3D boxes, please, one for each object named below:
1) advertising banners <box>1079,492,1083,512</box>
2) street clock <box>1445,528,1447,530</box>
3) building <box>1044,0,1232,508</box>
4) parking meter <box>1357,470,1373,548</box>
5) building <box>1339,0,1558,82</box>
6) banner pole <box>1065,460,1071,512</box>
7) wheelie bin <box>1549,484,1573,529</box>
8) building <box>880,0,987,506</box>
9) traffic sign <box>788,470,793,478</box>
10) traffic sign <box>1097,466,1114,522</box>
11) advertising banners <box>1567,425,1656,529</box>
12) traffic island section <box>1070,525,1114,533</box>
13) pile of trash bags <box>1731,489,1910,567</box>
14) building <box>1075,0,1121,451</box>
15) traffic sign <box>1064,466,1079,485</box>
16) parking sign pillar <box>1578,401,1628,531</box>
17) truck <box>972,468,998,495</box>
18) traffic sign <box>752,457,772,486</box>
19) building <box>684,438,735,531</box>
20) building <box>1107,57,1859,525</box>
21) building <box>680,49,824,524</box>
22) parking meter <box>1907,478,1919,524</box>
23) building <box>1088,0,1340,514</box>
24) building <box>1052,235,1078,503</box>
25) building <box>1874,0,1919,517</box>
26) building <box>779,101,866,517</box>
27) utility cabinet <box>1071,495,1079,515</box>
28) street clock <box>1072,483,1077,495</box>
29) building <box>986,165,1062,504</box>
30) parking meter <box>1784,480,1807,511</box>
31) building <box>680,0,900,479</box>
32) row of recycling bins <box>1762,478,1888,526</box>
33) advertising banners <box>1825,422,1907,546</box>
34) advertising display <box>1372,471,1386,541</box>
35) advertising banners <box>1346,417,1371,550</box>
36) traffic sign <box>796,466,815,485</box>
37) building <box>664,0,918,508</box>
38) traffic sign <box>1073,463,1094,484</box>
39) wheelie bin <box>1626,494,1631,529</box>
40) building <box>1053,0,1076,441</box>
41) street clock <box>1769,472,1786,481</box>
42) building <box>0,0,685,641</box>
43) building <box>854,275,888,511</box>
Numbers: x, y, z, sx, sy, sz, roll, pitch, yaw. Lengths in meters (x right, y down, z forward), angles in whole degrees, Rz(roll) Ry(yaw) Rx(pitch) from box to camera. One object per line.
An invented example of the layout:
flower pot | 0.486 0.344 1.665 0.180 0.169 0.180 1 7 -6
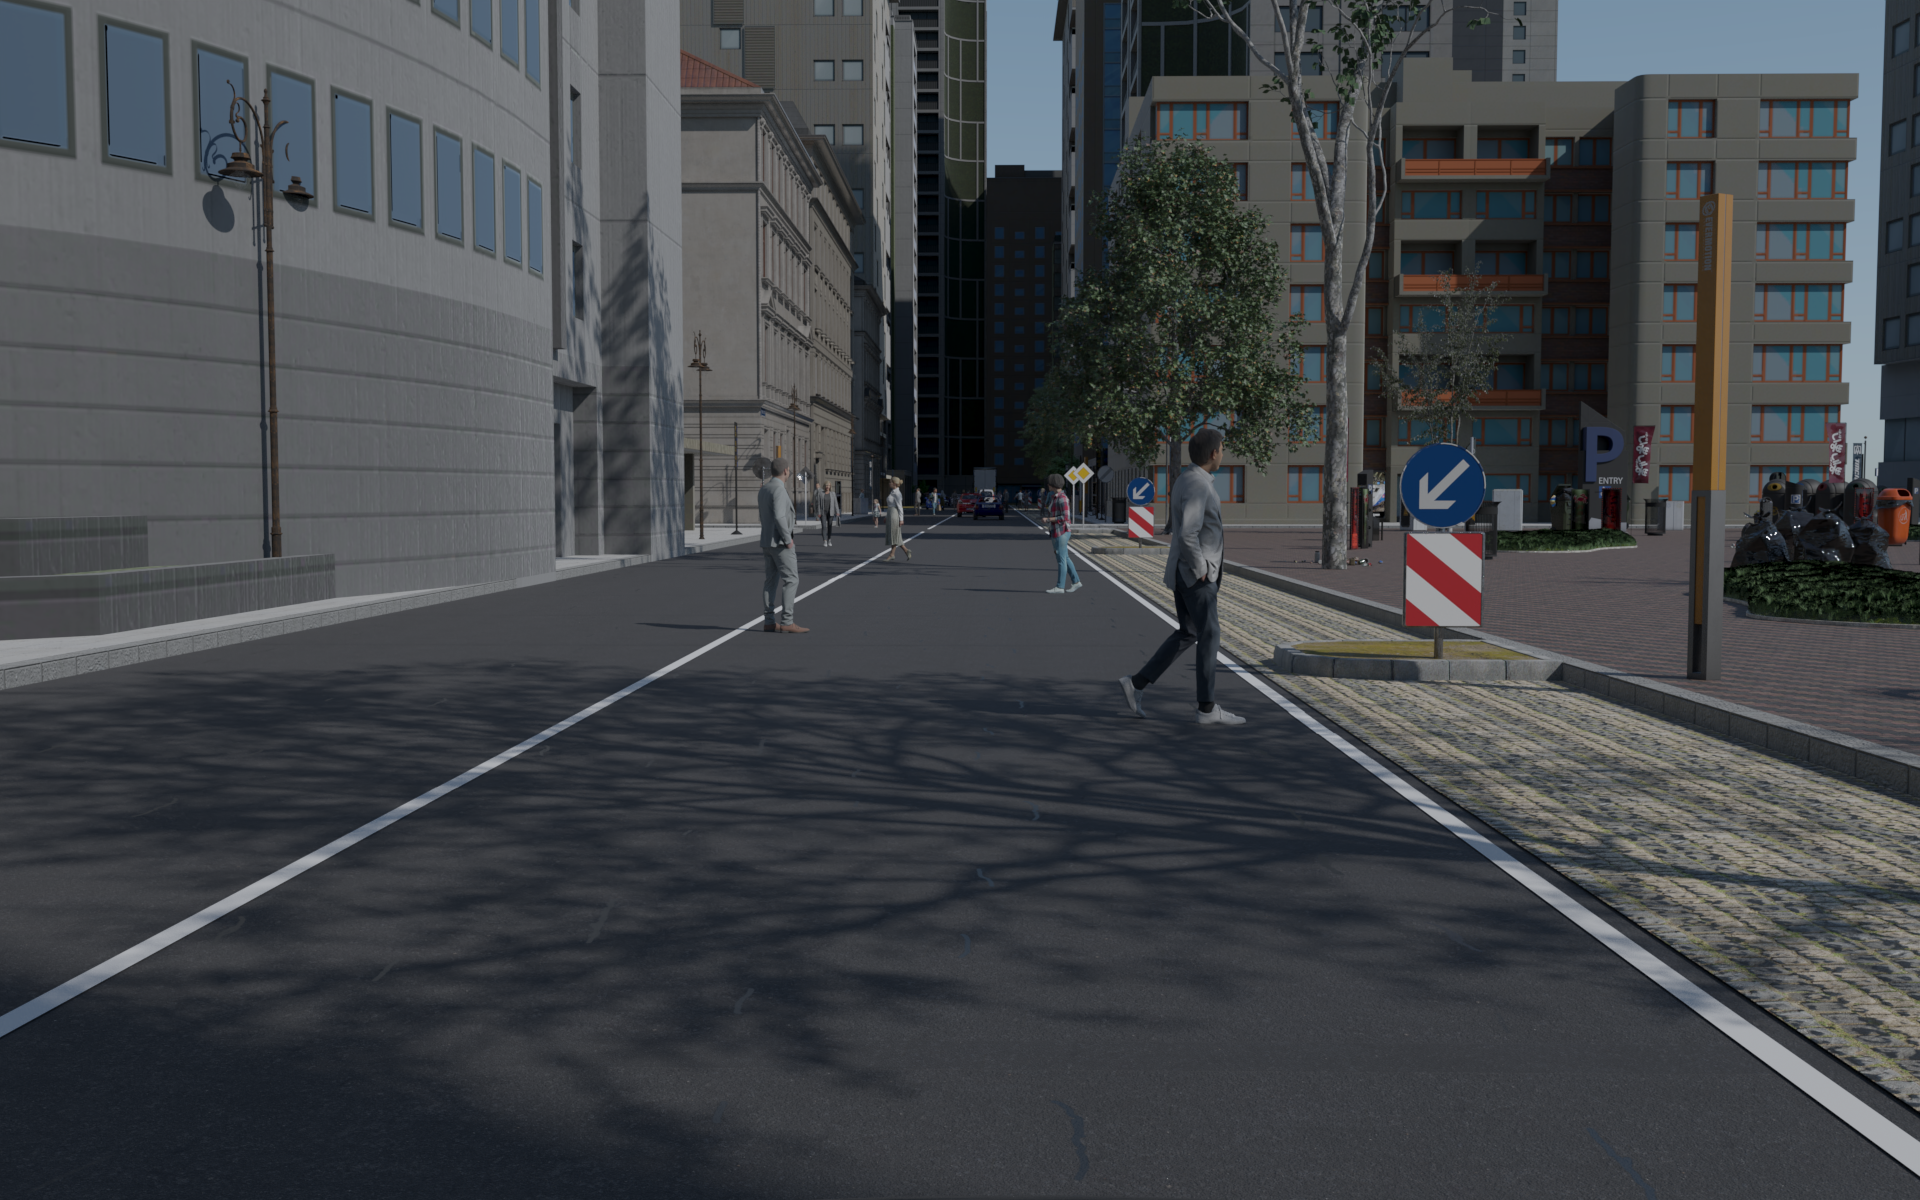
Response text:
advertising banners | 8.766 -7.804 123.788 0.090 3.025 2.074 -1 4 -13
street clock | 17.396 -3.509 61.937 0.358 2.002 0.471 1 4 21
building | 20.856 -47.225 210.372 20.563 71.187 20.611 0 4 1
parking meter | 9.709 -2.192 41.549 0.255 1.863 0.399 3 5 40
building | 58.278 -47.158 209.277 20.611 71.187 20.563 0 4 1
banner pole | 7.839 -8.313 125.938 0.401 3.779 0.863 -1 4 -22
wheelie bin | 19.112 -2.866 54.765 0.980 1.594 0.693 -2 4 -33
building | -6.593 -49.077 240.665 20.611 71.187 20.563 0 4 1
traffic sign | -6.609 -3.797 64.273 0.795 2.593 0.064 0 4 1
traffic sign | 6.575 -4.776 78.196 0.768 2.556 0.104 0 4 1
advertising banners | 16.688 -2.950 44.420 2.074 3.025 0.090 1 4 19
traffic island section | 4.607 -2.559 64.117 2.009 0.180 2.903 0 4 1
pile of trash bags | 14.174 -1.112 27.941 3.447 1.369 1.912 -2 4 -29
building | 16.466 -29.918 139.273 14.600 45.320 14.200 0 4 1
traffic sign | 4.739 -4.271 72.018 0.795 2.593 0.064 0 4 1
parking sign pillar | 18.646 -3.778 50.241 1.447 3.967 1.447 0 4 1
truck | 2.727 -12.201 188.402 2.839 4.237 11.283 0 4 1
traffic sign | -6.793 -3.651 59.801 0.768 2.556 0.104 0 4 3
building | -22.868 -24.288 51.730 28.867 44.769 22.147 0 4 1
building | 22.669 -14.708 85.518 28.899 21.520 27.650 0 4 1
building | -13.378 -15.149 83.844 11.583 22.565 21.152 0 4 1
parking meter | 34.178 -3.450 62.113 0.399 1.863 0.255 -1 4 -22
building | 19.292 -41.273 113.066 20.563 71.187 20.611 0 4 1
building | 17.276 -25.850 194.354 14.160 30.474 14.107 0 4 1
building | 64.741 -30.261 84.002 27.495 52.752 28.713 0 4 1
building | -15.036 -16.890 109.428 16.112 22.955 30.059 0 4 1
utility cabinet | 7.079 -5.823 106.374 0.306 1.237 1.020 0 4 -6
street clock | 7.250 -6.428 109.661 0.358 2.002 0.471 1 4 12
building | 10.754 -35.974 238.291 14.200 45.320 14.600 0 4 1
parking meter | 15.516 -1.454 32.176 0.372 1.533 0.369 0 3 0
building | -20.541 -34.971 161.022 28.713 52.752 27.495 0 4 1
row of recycling bins | 23.009 -2.404 46.411 1.069 1.692 3.534 -1 4 -21
advertising banners | 22.124 -2.821 42.316 2.074 3.025 0.090 0 4 -1
advertising display | 11.395 -2.589 47.550 0.123 1.923 0.974 3 5 41
advertising banners | 9.111 -2.676 39.934 0.090 3.025 2.074 2 4 32
traffic sign | -6.453 -4.285 72.256 0.795 2.593 0.064 0 4 1
building | -19.426 -40.916 210.979 28.212 58.520 21.231 0 4 1
traffic sign | 4.583 -3.783 64.035 0.795 2.593 0.064 0 4 1
wheelie bin | 24.127 -3.397 63.451 0.693 1.594 0.980 0 4 2
building | 24.030 -35.686 172.700 28.713 52.752 27.495 0 4 1
street clock | 26.705 -3.183 56.606 0.471 2.002 0.358 0 4 -8
building | -17.219 -29.547 25.096 21.231 58.520 28.212 0 4 1
building | -11.389 -16.486 134.181 10.561 19.102 19.286 0 4 1
